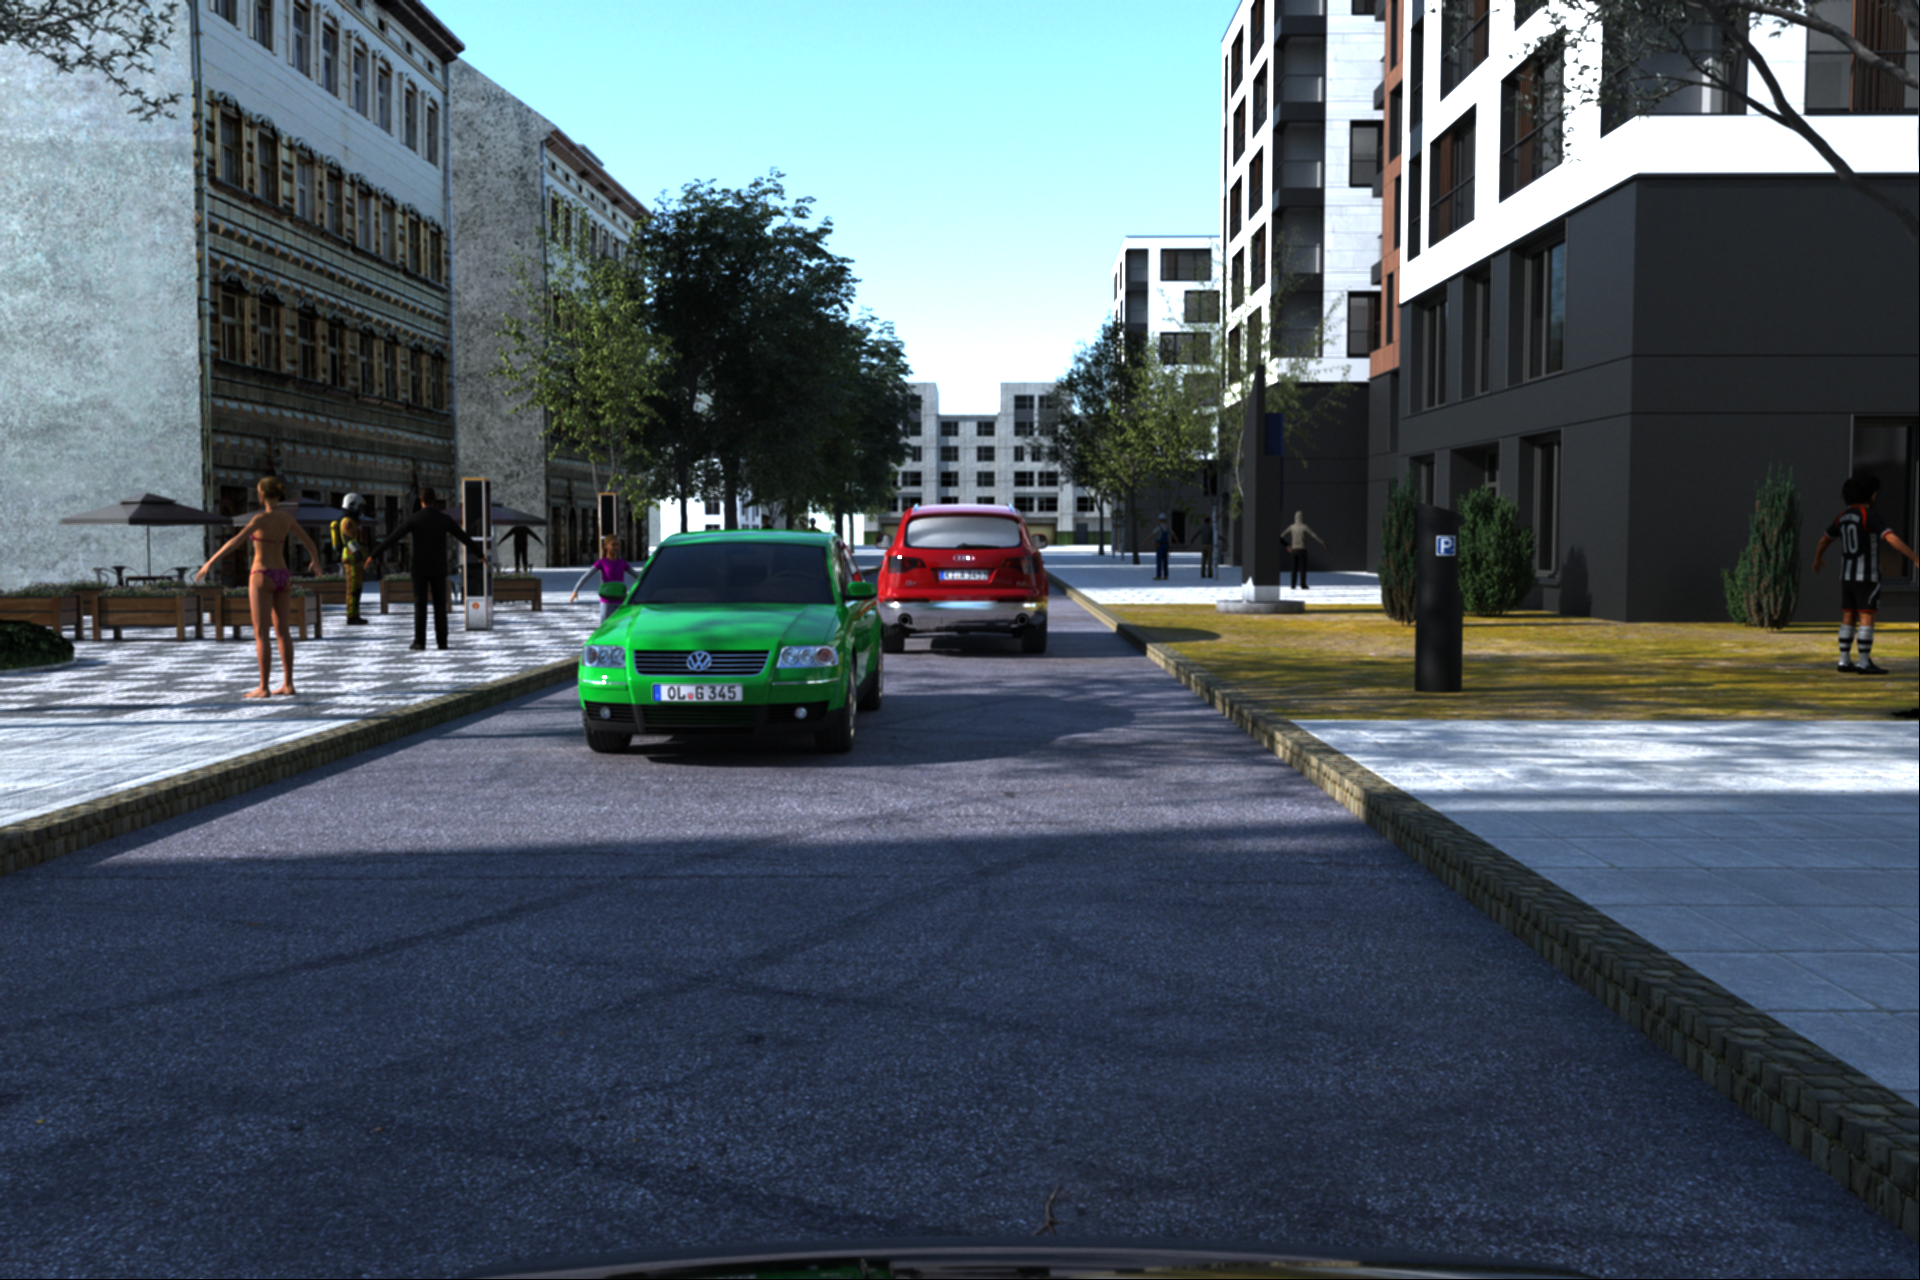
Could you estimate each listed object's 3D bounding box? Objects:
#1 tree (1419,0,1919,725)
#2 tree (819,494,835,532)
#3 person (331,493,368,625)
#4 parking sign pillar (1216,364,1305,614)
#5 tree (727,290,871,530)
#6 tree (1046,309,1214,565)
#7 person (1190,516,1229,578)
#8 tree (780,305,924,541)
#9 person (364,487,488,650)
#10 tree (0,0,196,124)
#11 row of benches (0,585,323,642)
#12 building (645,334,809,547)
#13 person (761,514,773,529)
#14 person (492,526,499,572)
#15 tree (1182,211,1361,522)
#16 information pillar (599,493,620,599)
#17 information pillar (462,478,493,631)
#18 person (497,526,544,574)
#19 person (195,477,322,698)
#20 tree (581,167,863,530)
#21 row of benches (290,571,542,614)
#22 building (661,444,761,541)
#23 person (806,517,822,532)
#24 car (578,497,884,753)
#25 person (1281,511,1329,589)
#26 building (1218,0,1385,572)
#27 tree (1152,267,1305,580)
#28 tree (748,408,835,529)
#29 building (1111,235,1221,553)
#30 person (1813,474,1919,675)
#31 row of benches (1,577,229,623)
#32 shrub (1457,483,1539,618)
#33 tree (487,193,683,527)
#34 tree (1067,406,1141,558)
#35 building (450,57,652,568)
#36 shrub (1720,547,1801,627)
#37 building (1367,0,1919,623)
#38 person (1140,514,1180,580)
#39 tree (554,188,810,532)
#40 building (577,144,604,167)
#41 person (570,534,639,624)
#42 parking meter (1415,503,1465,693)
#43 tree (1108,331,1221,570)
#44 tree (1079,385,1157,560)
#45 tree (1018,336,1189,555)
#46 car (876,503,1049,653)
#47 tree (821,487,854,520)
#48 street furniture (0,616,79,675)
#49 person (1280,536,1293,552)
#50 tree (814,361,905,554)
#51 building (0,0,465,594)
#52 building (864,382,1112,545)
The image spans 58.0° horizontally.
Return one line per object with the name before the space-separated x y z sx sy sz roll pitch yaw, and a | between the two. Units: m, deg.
tree | 6.885 -6.175 11.332 12.009 13.543 11.850 0 3 0
tree | -14.915 -15.498 203.758 4.737 8.622 4.395 0 3 0
person | -8.574 -1.151 24.582 0.705 1.858 1.354 -1 4 -17
parking sign pillar | 4.917 -2.433 28.248 1.447 3.967 1.447 0 4 0
tree | -7.714 -9.940 80.651 7.486 12.596 7.792 0 3 0
tree | 7.054 -8.433 72.296 7.601 10.594 8.767 0 4 6
person | 7.273 -2.724 50.816 1.348 1.796 0.705 3 5 41
tree | -6.945 -11.675 97.548 9.857 13.997 8.962 0 3 0
person | -5.904 -0.796 19.246 1.346 1.802 0.704 -2 4 -29
tree | -8.360 -6.131 10.614 12.009 13.543 11.850 0 3 0
row of benches | -9.706 -0.332 20.895 4.104 0.672 1.422 0 4 -2
building | -26.019 -21.334 179.735 19.493 23.208 18.063 0 4 1
person | -5.445 -2.596 48.382 0.705 1.837 1.347 -3 5 -40
person | -9.961 -1.858 36.566 0.705 1.806 1.347 -1 4 -21
tree | 6.550 -5.512 40.478 4.360 8.622 3.978 0 3 0
information pillar | -6.321 -1.637 31.264 0.304 2.012 0.304 0 4 2
information pillar | -6.389 -1.129 22.958 0.304 2.012 0.304 0 4 0
person | -13.033 -2.768 51.389 1.346 1.812 0.704 -1 4 -20
person | -5.502 -0.422 13.697 0.721 1.733 1.217 2 4 26
tree | -8.132 -9.389 60.173 9.857 13.997 8.962 0 3 0
row of benches | -8.751 -0.774 28.125 4.104 0.672 1.422 -1 4 -22
building | -21.872 -12.837 152.031 9.099 9.664 28.070 0 4 1
person | -4.343 -2.719 50.918 1.216 1.772 0.721 0 4 6
car | -1.546 -0.243 12.773 1.959 1.807 4.718 0 4 1
person | 7.928 -2.097 40.420 1.348 1.813 0.705 2 4 28
building | 24.793 -14.083 74.232 27.936 21.610 32.646 0 4 1
tree | 7.075 -5.975 48.060 4.360 8.622 3.978 0 3 0
tree | -7.605 -7.409 71.507 4.737 8.622 4.395 0 3 0
building | 25.636 -17.791 134.849 27.936 21.610 32.646 0 4 1
person | 8.292 -0.597 15.906 0.704 1.843 1.345 -1 4 -16
row of benches | -12.108 -0.488 23.438 4.104 0.672 1.422 -3 5 -42
shrub | 8.129 -1.395 26.855 1.661 2.075 1.752 0 3 0
tree | -7.857 -5.325 37.433 4.737 8.622 4.395 0 3 0
tree | 7.931 -8.610 91.136 4.737 8.622 4.395 0 3 0
building | -24.446 -14.842 73.590 19.493 23.208 18.063 0 4 2
shrub | 11.102 -0.789 24.013 1.383 1.207 1.383 0 3 0
building | 23.771 -12.015 40.421 27.936 21.610 32.646 0 4 1
person | 5.653 -2.612 48.560 1.347 1.847 0.705 -2 4 -29
tree | -7.905 -6.937 47.830 8.767 10.594 7.601 2 4 35
building | -23.286 -14.010 85.489 16.016 20.090 11.380 0 4 1
person | -3.346 -0.314 16.862 0.991 1.433 0.599 -3 4 -39
parking meter | 3.913 -0.350 14.131 0.372 1.533 0.369 0 3 0
tree | 7.360 -6.841 62.219 4.737 8.622 4.395 0 3 0
tree | 7.933 -8.217 84.713 4.737 8.622 4.395 0 3 0
tree | 8.547 -11.890 104.777 12.009 13.543 11.850 0 3 0
car | 0.025 -0.837 22.360 2.281 1.827 5.304 0 4 0
tree | -14.833 -15.853 209.554 4.737 8.622 4.395 0 3 0
street furniture | -11.592 0.063 14.598 5.734 0.657 10.072 0 4 3
person | 6.294 -1.795 35.540 1.347 1.806 0.705 -3 4 -38
tree | -7.421 -11.880 112.371 7.486 12.596 7.792 0 3 0
building | -25.054 -13.083 44.833 19.493 23.208 18.063 0 3 0
building | 4.662 -20.748 208.139 31.486 18.905 16.747 0 4 1
